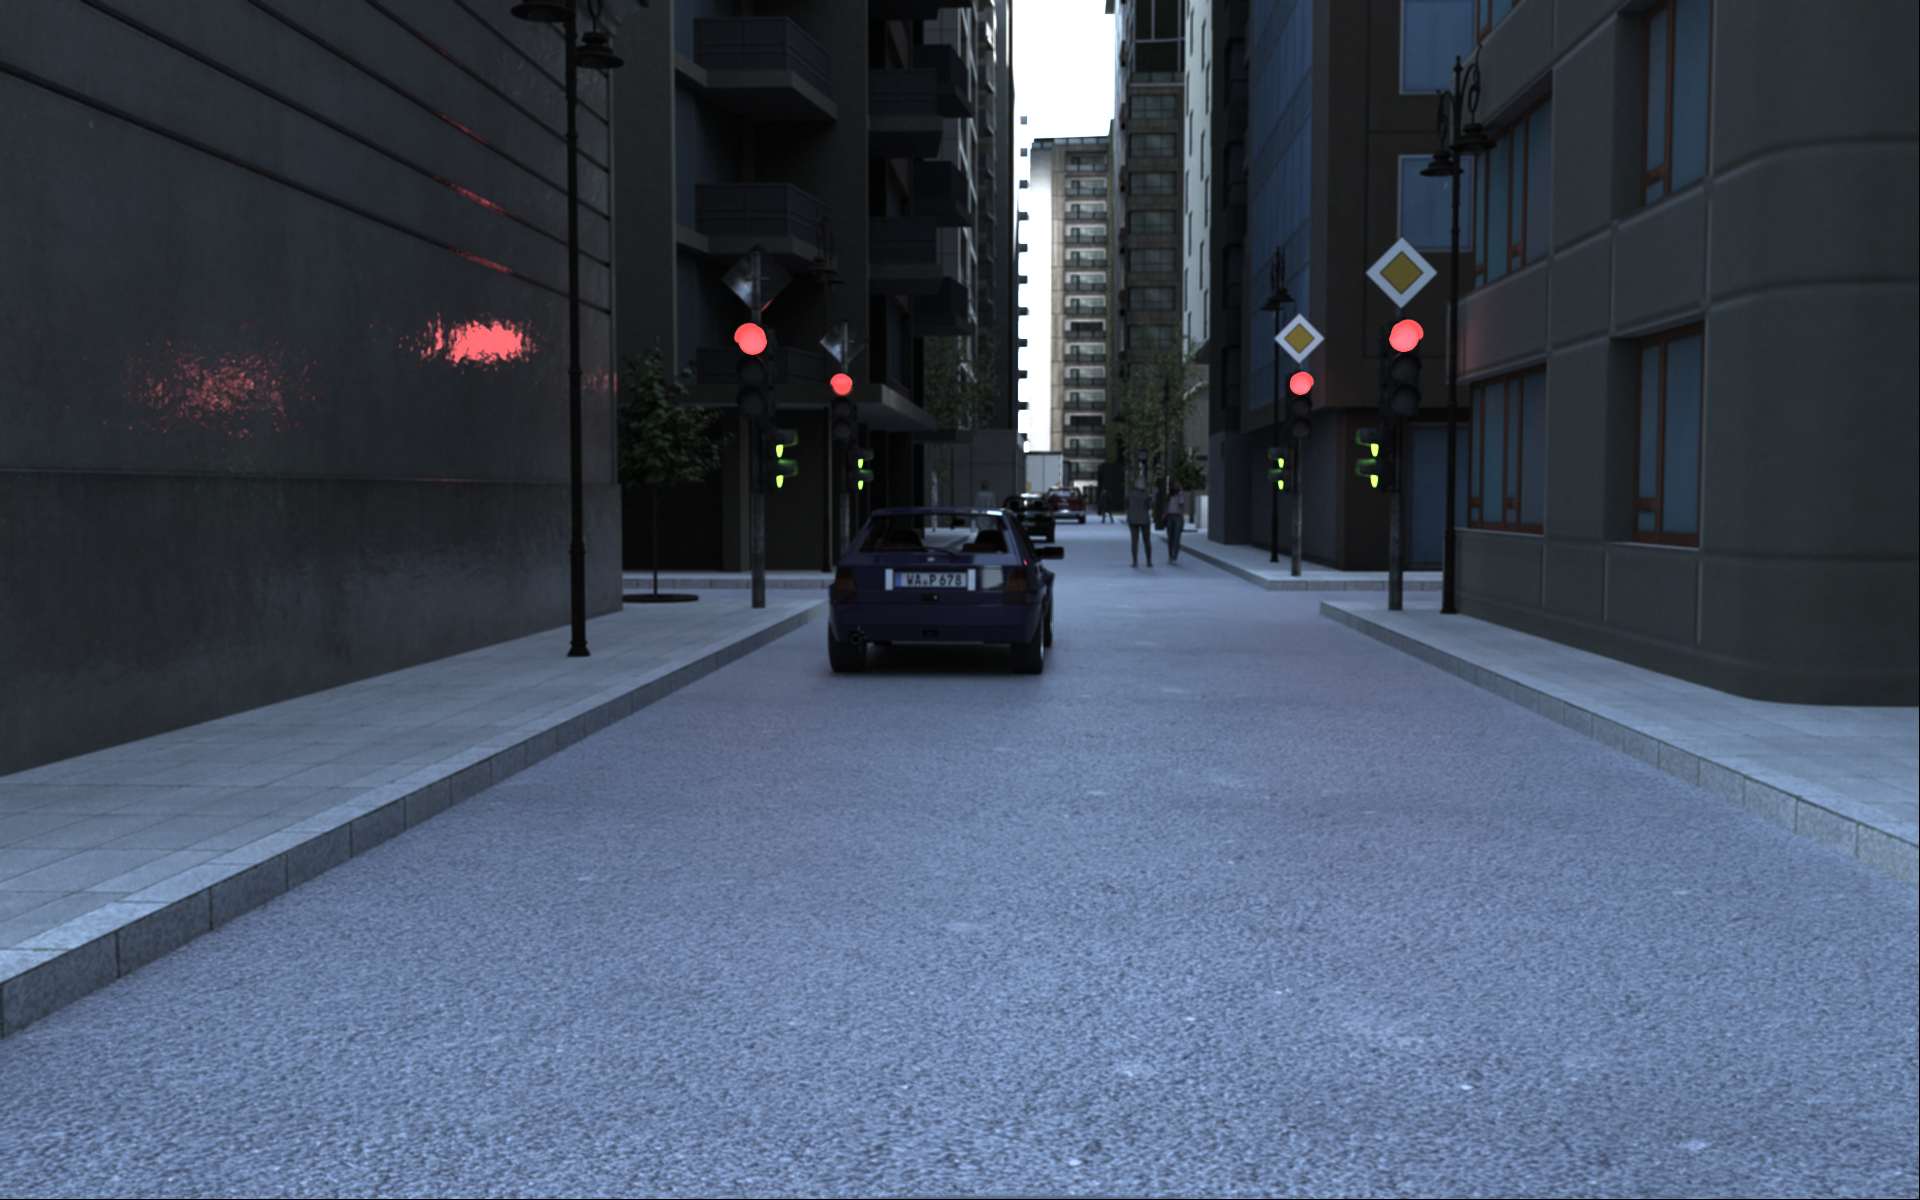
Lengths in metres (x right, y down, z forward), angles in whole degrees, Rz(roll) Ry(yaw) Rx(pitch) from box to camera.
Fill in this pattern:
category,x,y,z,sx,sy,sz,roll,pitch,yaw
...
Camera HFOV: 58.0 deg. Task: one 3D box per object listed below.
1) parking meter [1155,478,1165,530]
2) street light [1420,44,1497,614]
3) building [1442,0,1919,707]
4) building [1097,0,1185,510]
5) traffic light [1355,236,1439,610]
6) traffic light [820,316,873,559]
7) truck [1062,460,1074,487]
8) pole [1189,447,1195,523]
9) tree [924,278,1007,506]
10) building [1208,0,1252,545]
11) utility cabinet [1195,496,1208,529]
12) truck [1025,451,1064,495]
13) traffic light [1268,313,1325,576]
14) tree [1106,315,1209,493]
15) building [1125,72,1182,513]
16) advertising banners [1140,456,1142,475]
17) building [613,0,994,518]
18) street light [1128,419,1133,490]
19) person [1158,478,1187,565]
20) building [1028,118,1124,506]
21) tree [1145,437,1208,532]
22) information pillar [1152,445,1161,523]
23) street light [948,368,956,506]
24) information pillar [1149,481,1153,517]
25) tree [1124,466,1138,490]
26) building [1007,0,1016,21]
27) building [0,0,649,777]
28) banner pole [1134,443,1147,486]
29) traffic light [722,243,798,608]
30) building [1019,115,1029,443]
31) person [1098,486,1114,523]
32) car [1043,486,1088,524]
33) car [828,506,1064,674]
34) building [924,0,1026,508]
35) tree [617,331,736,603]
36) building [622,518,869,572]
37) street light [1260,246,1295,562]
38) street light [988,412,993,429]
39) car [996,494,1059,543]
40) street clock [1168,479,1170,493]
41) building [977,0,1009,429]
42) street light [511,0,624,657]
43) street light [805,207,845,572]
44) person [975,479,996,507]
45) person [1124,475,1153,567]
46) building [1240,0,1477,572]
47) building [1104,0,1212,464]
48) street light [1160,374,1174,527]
category,x,y,z,sx,sy,sz,roll,pitch,yaw
parking meter,7.084,-3.403,61.354,0.255,1.863,0.399,-1,4,-17
street light,5.252,-2.792,18.431,0.468,5.910,1.993,0,4,3
building,18.396,-9.697,3.585,27.650,21.520,28.899,0,4,3
building,21.597,-42.792,137.905,20.563,71.187,20.611,0,4,3
traffic light,4.796,-1.842,19.037,0.839,4.253,0.868,0,4,3
traffic light,-1.806,-2.353,27.389,0.839,4.253,0.868,0,4,3
truck,8.319,-9.847,149.912,2.839,4.237,11.283,0,4,5
pole,10.125,-5.001,75.605,0.158,3.312,0.155,0,3,0
tree,-0.628,-6.599,58.252,4.737,8.622,4.395,0,3,0
building,14.063,-16.977,49.270,14.160,30.474,14.107,0,4,3
utility cabinet,9.215,-3.259,64.442,1.020,1.237,0.306,-2,4,-35
truck,5.740,-7.955,118.980,2.839,4.237,11.283,0,4,3
traffic light,5.245,-2.330,27.010,0.839,4.253,0.868,0,4,3
tree,8.225,-7.365,70.782,4.737,8.622,4.395,0,3,0
building,18.646,-21.423,121.959,14.160,30.474,14.107,0,4,3
advertising banners,8.252,-5.026,78.365,0.090,3.025,2.074,0,4,1
building,-9.026,-28.278,116.964,22.147,44.769,28.867,0,4,3
street light,9.912,-7.862,101.326,0.468,5.910,1.993,0,4,3
person,4.364,-1.607,35.360,0.593,1.750,0.643,2,4,27
building,14.582,-31.086,191.846,14.086,41.232,14.154,0,4,3
tree,7.563,-3.933,58.900,1.663,3.219,1.824,0,3,0
information pillar,8.800,-5.267,77.466,0.183,3.616,0.504,3,5,42
street light,-0.277,-5.492,62.575,0.468,5.910,1.993,0,4,3
information pillar,10.628,-5.566,95.495,0.304,2.012,0.304,-1,4,-19
tree,11.831,-7.372,115.128,1.663,3.219,1.824,0,3,0
building,-2.090,-30.740,152.710,14.600,45.320,14.200,0,4,3
building,-18.333,-10.927,11.937,30.059,22.955,16.112,0,4,3
banner pole,8.812,-5.809,84.990,0.863,3.779,0.401,2,4,28
traffic light,-2.255,-1.865,19.417,0.839,4.253,0.868,0,4,3
building,-7.399,-35.337,197.367,30.456,49.044,23.786,0,4,3
person,7.213,-4.722,85.665,0.622,1.834,0.822,-2,4,-26
car,5.136,-4.664,84.937,2.281,1.827,5.304,0,4,5
car,-0.074,-0.161,15.211,1.945,1.354,3.894,0,4,5
building,-7.443,-38.888,74.071,20.563,71.187,20.611,0,4,3
tree,-3.650,-1.594,20.663,1.663,3.219,1.824,0,3,0
building,-11.090,-23.619,40.802,22.147,44.769,28.867,0,4,3
street light,5.931,-3.651,32.488,0.468,5.910,1.993,0,4,3
street light,1.721,-7.611,97.227,0.468,5.910,1.993,0,4,3
car,2.011,-2.618,52.585,2.009,1.686,4.222,0,4,2
street clock,9.777,-4.688,81.224,0.471,2.002,0.358,3,5,42
building,-3.346,-27.839,138.766,14.154,41.232,14.086,0,4,3
street light,-3.023,-2.493,13.555,0.468,5.910,1.993,0,4,3
street light,-2.188,-3.393,28.269,0.468,5.910,1.993,0,4,3
person,0.565,-1.996,41.494,0.694,1.780,0.624,0,4,7
person,3.511,-1.554,34.094,0.537,1.800,0.526,1,4,21
building,13.409,-23.444,33.421,14.200,45.320,14.600,0,4,3
building,28.117,-35.040,162.148,28.713,52.752,27.495,0,4,3
street light,7.970,-5.756,66.897,0.468,5.910,1.993,0,4,3
